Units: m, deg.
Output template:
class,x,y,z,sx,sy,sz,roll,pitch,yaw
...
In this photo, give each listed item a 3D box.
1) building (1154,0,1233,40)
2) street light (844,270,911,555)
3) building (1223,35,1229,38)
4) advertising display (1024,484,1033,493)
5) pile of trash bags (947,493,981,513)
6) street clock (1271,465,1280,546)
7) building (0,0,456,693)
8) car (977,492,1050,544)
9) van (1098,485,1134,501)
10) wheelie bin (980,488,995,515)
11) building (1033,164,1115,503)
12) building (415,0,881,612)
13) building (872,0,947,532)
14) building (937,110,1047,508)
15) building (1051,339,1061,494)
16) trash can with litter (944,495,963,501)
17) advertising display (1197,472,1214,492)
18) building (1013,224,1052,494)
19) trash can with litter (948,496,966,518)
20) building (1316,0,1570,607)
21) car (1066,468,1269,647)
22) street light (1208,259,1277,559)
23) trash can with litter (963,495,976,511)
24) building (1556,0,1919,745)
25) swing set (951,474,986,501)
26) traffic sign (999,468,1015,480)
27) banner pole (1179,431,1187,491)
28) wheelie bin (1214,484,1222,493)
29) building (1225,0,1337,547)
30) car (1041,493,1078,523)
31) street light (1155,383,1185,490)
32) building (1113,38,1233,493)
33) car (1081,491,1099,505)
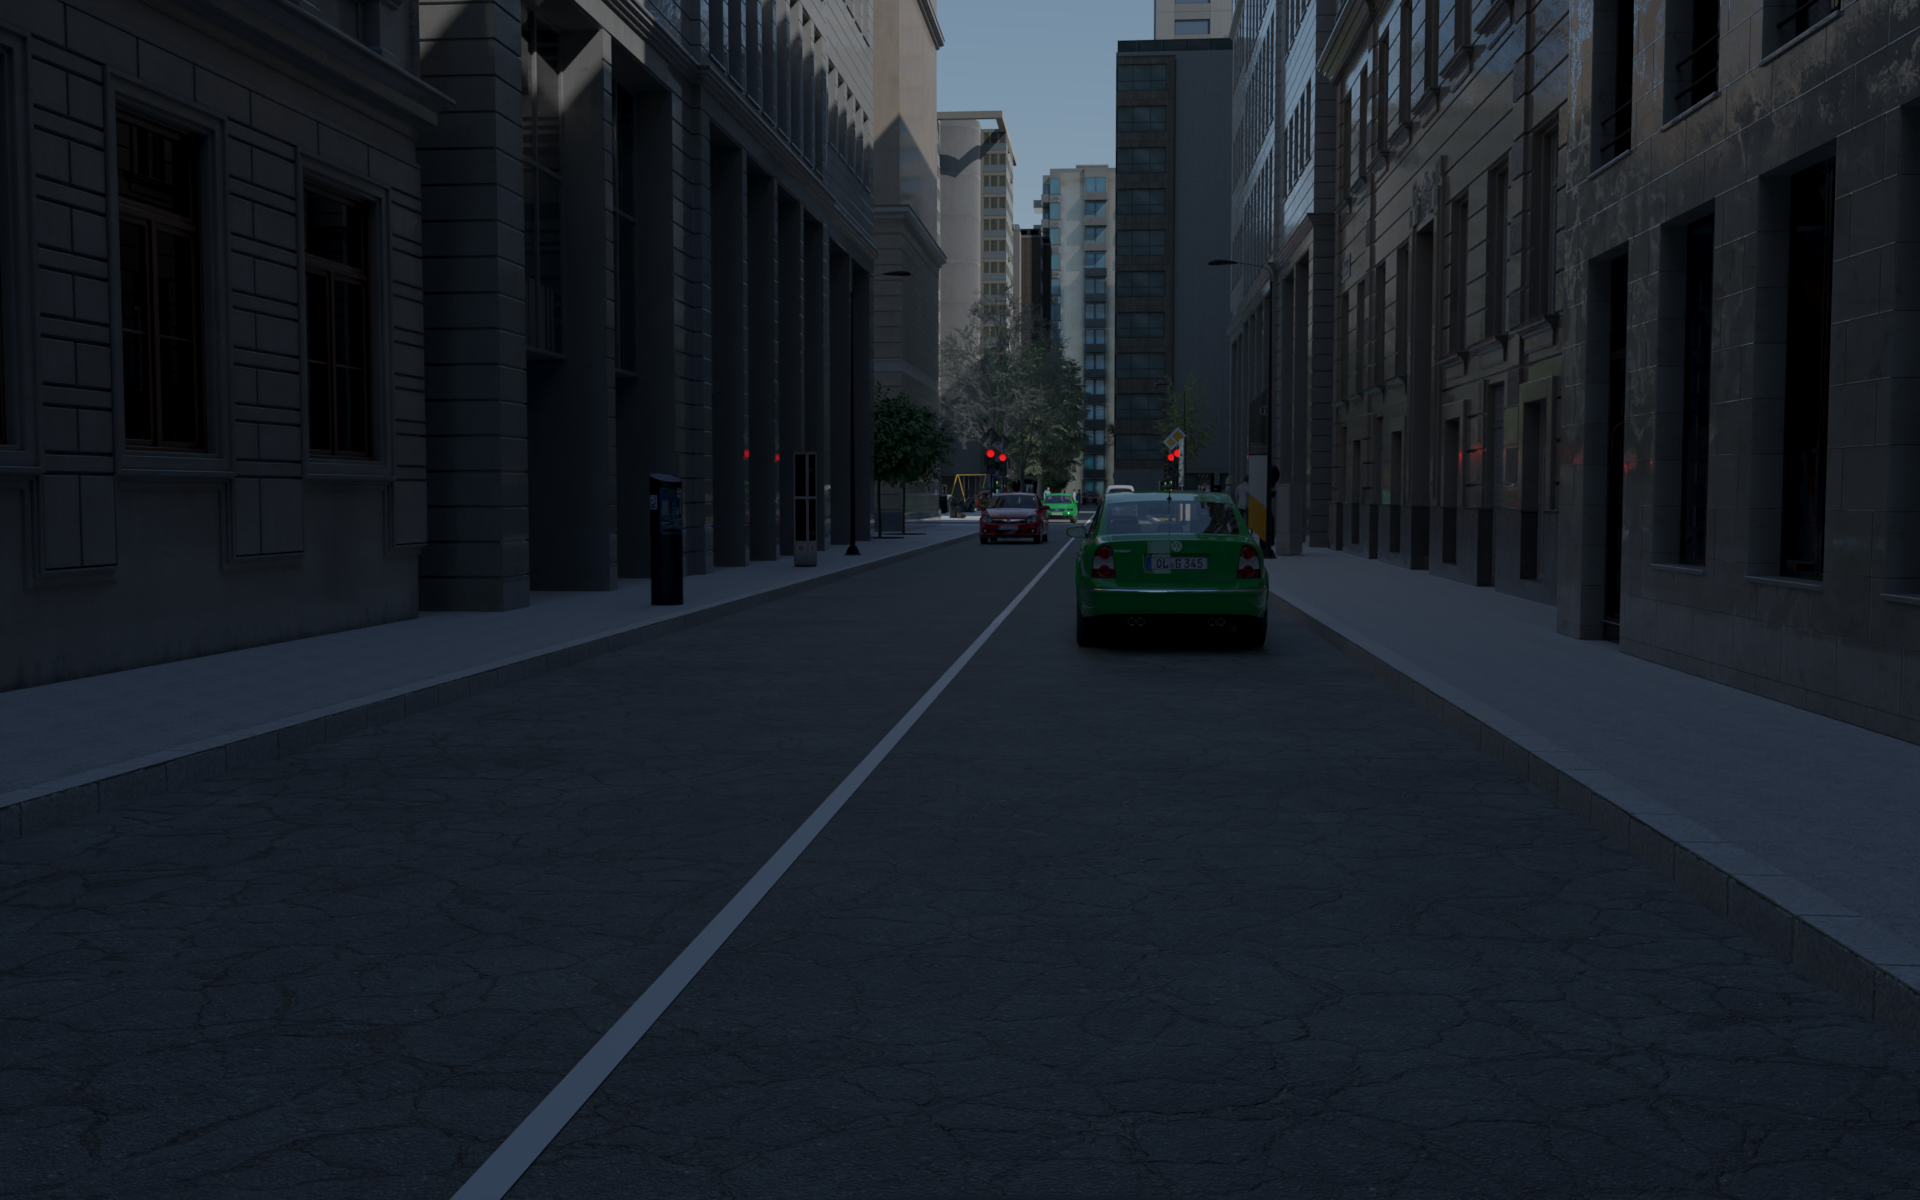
class,x,y,z,sx,sy,sz,roll,pitch,yaw
building,31.208,-39.390,186.026,21.231,58.520,28.212,0,4,5
street light,-1.712,-3.888,36.113,1.470,5.913,1.316,0,4,5
building,33.043,-27.482,141.209,32.217,40.220,23.993,0,4,5
advertising display,4.341,-6.355,109.113,0.123,1.923,0.974,2,4,31
pile of trash bags,0.403,-6.725,119.700,1.912,1.369,3.447,-3,4,-39
street clock,7.704,-2.354,43.061,0.358,2.002,0.471,-2,4,-29
building,-11.377,-10.508,7.955,11.583,22.565,21.152,0,4,5
car,1.620,-2.573,51.108,2.155,1.783,4.494,0,4,7
van,7.743,-4.721,84.198,2.013,2.044,4.112,0,4,4
wheelie bin,1.428,-4.898,87.987,0.980,1.594,0.693,1,4,20
building,26.001,-38.575,250.312,30.456,49.044,23.786,0,4,5
building,-9.032,-15.631,33.059,11.434,29.767,29.804,0,4,5
building,-11.013,-17.084,65.234,20.117,28.700,13.634,0,4,5
building,-7.471,-29.171,168.819,32.217,40.220,23.993,0,4,5
building,-2.041,-22.861,218.818,28.899,21.520,27.650,0,4,5
trash can with litter,-1.149,-7.373,131.613,1.678,1.210,2.233,-1,4,-22
advertising display,7.252,-2.812,51.194,0.123,1.923,0.974,-1,4,-16
building,2.638,-25.420,187.314,14.160,30.474,14.107,0,4,5
trash can with litter,-0.122,-4.894,91.398,1.055,1.170,0.624,3,4,36
building,13.163,-14.059,27.120,12.463,27.353,25.104,0,4,5
car,2.062,-0.540,17.631,1.959,1.807,4.718,0,4,3
street light,5.596,-3.779,34.329,1.470,5.913,1.316,0,4,5
trash can with litter,0.226,-7.567,134.777,1.678,1.210,2.233,-1,4,-12
building,9.951,-9.287,6.593,10.420,20.320,16.860,0,4,5
swing set,0.870,-8.623,138.606,3.119,2.851,2.862,2,4,34
traffic sign,2.311,-5.224,85.517,0.768,2.556,0.104,1,4,13
banner pole,8.868,-4.829,68.971,0.401,3.779,0.863,-1,4,-15
wheelie bin,7.903,-2.849,54.482,0.980,1.594,0.693,1,4,15
building,15.049,-16.965,54.871,11.434,29.767,29.804,0,4,5
car,4.912,-4.738,86.261,1.959,1.807,4.718,0,4,6
street light,8.809,-6.100,72.284,1.470,5.913,1.316,0,4,5
building,17.208,-20.916,113.672,14.160,30.474,14.107,0,4,5
car,17.043,-13.342,226.809,2.281,1.827,5.304,0,4,6
